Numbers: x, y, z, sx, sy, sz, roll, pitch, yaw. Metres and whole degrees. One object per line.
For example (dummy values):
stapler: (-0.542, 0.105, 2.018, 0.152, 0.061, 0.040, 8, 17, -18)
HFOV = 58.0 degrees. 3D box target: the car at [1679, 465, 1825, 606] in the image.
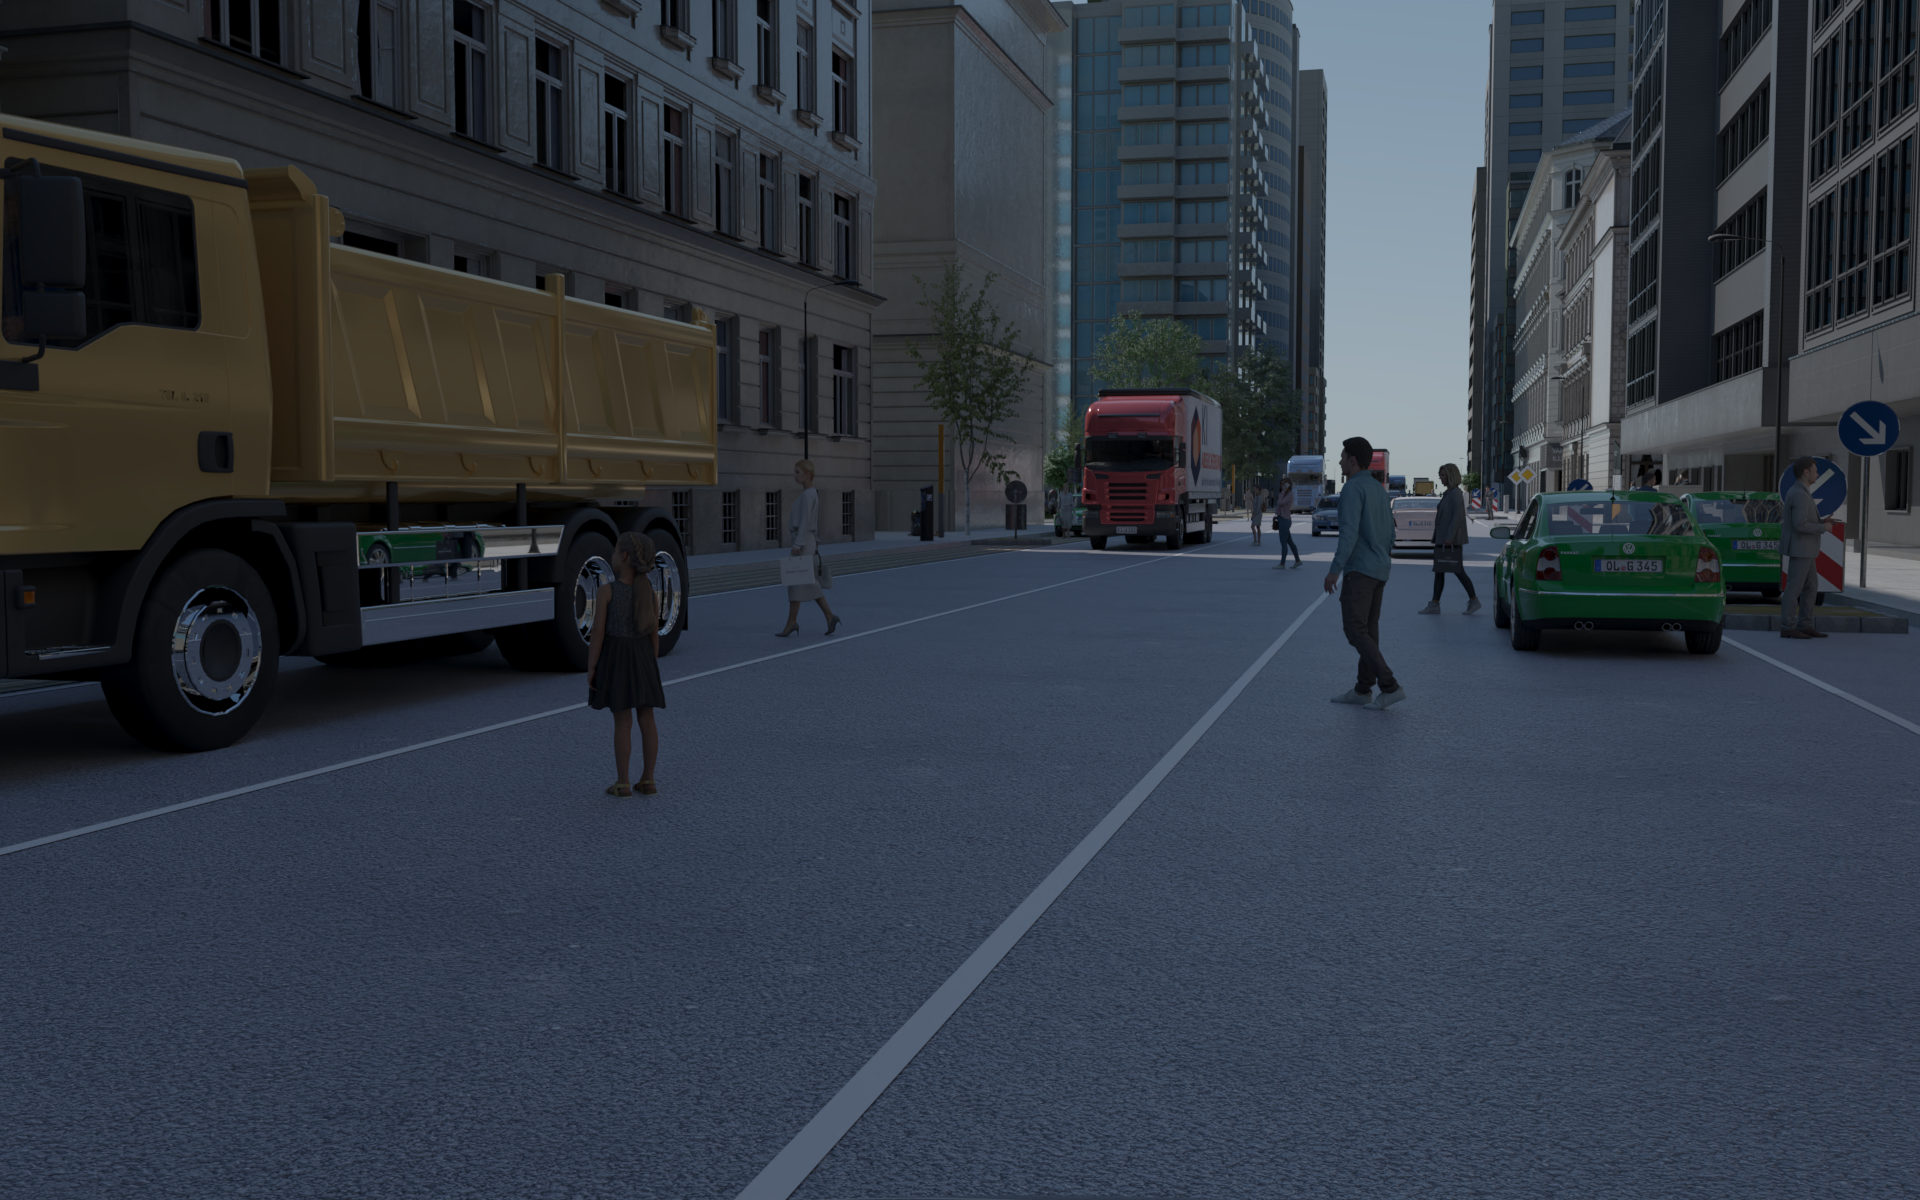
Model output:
car: (10.250, -0.872, 23.058, 1.959, 1.807, 4.718, 1, 4, 16)

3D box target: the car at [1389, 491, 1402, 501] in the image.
car: (50.253, -11.777, 201.226, 2.281, 1.827, 5.304, 1, 4, 16)

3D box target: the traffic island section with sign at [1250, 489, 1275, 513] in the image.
traffic island section with sign: (22.631, -7.335, 128.548, 1.989, 1.847, 2.006, 1, 4, 15)

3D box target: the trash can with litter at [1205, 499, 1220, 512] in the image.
trash can with litter: (17.681, -7.007, 125.618, 1.678, 1.210, 2.233, -2, 4, -27)

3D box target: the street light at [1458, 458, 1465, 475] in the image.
street light: (64.716, -15.260, 222.043, 1.470, 5.913, 1.316, 1, 4, 15)

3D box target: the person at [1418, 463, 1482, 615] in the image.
person: (5.851, -0.726, 20.558, 0.728, 1.800, 0.709, 0, 4, 2)

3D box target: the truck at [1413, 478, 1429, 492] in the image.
truck: (79.649, -18.965, 298.991, 2.839, 4.237, 11.283, 1, 4, 16)

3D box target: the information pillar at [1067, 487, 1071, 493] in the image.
information pillar: (9.690, -9.208, 155.039, 0.304, 2.012, 0.304, -2, 4, -31)

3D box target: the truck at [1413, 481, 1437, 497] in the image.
truck: (66.827, -15.488, 249.149, 3.469, 3.379, 9.791, 1, 4, 16)

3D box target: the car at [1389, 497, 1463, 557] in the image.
car: (10.688, -1.704, 40.226, 2.083, 1.381, 4.827, 1, 4, 14)

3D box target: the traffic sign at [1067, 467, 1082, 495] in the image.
traffic sign: (4.381, -3.936, 66.487, 0.606, 2.300, 0.079, 1, 4, 20)

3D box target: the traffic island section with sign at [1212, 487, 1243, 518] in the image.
traffic island section with sign: (15.726, -5.741, 102.489, 1.989, 1.847, 2.006, 1, 4, 15)

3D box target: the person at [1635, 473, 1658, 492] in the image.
person: (12.583, -1.423, 31.785, 0.654, 1.822, 0.581, -2, 4, -26)

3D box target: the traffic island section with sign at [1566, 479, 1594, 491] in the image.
traffic island section with sign: (15.956, -2.231, 45.104, 1.989, 1.847, 2.006, 1, 4, 15)

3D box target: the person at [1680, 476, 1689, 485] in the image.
person: (18.975, -2.389, 45.443, 0.601, 1.785, 0.444, 3, 5, 41)

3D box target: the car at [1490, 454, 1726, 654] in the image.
car: (6.267, -0.504, 17.033, 1.959, 1.807, 4.718, 1, 4, 14)

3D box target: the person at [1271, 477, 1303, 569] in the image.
person: (6.281, -1.472, 33.151, 0.643, 1.750, 0.593, 0, 4, -1)

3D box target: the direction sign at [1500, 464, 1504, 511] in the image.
direction sign: (40.496, -8.398, 129.297, 0.379, 3.537, 0.876, 2, 4, 28)

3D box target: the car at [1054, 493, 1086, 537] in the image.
car: (4.442, -3.055, 58.737, 1.959, 1.807, 4.718, 1, 4, 17)

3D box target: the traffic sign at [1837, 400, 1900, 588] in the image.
traffic sign: (12.372, -1.440, 23.657, 0.768, 2.556, 0.104, 1, 4, 18)

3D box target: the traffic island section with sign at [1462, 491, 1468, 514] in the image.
traffic island section with sign: (37.070, -7.106, 124.813, 1.989, 1.847, 2.006, 1, 4, 15)

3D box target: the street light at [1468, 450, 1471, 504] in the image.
street light: (54.768, -12.956, 184.370, 1.470, 5.913, 1.316, 1, 4, 15)

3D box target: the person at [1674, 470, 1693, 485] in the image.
person: (18.378, -2.364, 44.062, 0.474, 1.900, 0.648, 2, 4, 29)

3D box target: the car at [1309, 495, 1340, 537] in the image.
car: (13.056, -2.916, 59.675, 2.014, 1.417, 4.499, 1, 4, 13)

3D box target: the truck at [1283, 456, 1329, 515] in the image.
truck: (25.886, -8.390, 126.935, 2.967, 4.110, 18.799, 1, 4, 15)

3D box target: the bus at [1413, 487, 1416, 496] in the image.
bus: (73.231, -17.089, 274.269, 2.948, 3.499, 13.247, 1, 4, 14)

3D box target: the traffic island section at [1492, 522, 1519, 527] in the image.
traffic island section: (24.634, -3.324, 76.626, 2.009, 0.180, 2.903, 1, 4, 15)

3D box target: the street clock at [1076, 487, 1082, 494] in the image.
street clock: (9.867, -8.534, 144.101, 0.471, 2.002, 0.358, 1, 4, 13)

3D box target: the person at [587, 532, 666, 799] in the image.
person: (-1.594, 0.303, 8.219, 0.362, 1.253, 0.373, -2, 4, -35)

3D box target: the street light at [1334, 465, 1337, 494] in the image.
street light: (59.493, -18.343, 272.443, 1.470, 5.913, 1.316, 1, 4, 15)

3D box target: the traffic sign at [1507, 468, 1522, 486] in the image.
traffic sign: (24.609, -4.548, 76.550, 0.795, 2.593, 0.064, 1, 4, 15)

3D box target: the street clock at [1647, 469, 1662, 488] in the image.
street clock: (19.707, -2.730, 49.203, 0.471, 2.002, 0.358, -3, 5, -42)

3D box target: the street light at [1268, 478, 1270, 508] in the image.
street light: (28.152, -11.156, 154.934, 1.470, 5.913, 1.316, 1, 4, 15)

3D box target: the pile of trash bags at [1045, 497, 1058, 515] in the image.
pile of trash bags: (4.933, -6.073, 109.053, 1.912, 1.369, 3.447, -2, 4, -27)

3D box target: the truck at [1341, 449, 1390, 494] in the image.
truck: (25.653, -7.348, 109.055, 2.839, 4.237, 11.283, 1, 4, 15)

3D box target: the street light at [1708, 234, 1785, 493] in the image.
street light: (14.076, -3.576, 31.009, 1.470, 5.913, 1.316, 1, 4, 15)

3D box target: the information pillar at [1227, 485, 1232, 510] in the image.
information pillar: (21.435, -8.135, 137.494, 0.304, 2.012, 0.304, -2, 4, -28)

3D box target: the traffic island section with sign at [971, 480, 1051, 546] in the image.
traffic island section with sign: (1.514, -2.459, 48.827, 1.989, 1.847, 2.006, 1, 4, 15)

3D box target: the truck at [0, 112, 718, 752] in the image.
truck: (-4.754, -0.981, 11.964, 3.469, 3.379, 9.791, 1, 4, 15)

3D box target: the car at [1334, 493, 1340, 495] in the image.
car: (37.051, -9.741, 168.862, 1.945, 1.707, 3.694, 1, 4, 15)

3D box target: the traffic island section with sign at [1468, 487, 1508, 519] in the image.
traffic island section with sign: (30.175, -5.512, 98.751, 1.989, 1.847, 2.006, 1, 4, 15)

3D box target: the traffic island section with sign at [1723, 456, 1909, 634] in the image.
traffic island section with sign: (9.026, -0.630, 18.930, 1.989, 1.847, 2.006, 1, 4, 15)

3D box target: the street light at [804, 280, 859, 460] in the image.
street light: (-2.858, -3.996, 37.870, 1.470, 5.913, 1.316, 1, 4, 15)

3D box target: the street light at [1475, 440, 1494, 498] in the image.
street light: (45.263, -10.780, 148.799, 1.470, 5.913, 1.316, 1, 4, 15)

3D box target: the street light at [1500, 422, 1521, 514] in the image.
street light: (35.337, -8.477, 111.135, 1.470, 5.913, 1.316, 1, 4, 15)

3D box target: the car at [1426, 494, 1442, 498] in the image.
car: (42.167, -8.703, 154.291, 2.014, 1.417, 4.499, 1, 4, 15)

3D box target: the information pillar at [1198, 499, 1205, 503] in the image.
information pillar: (14.568, -6.111, 104.409, 0.304, 2.012, 0.304, -1, 4, -13)

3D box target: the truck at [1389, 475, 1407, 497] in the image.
truck: (63.962, -16.079, 252.653, 2.967, 4.110, 18.799, 1, 4, 16)

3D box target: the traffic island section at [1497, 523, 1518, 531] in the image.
traffic island section: (22.589, -2.852, 68.906, 2.009, 0.180, 2.903, 1, 4, 15)

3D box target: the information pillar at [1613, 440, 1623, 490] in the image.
information pillar: (28.665, -5.149, 75.539, 0.183, 3.616, 0.504, -1, 4, -20)

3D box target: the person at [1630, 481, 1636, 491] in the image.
person: (26.282, -3.749, 67.607, 0.793, 1.790, 0.793, 0, 4, 3)

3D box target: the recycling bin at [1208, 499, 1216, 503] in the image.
recycling bin: (19.211, -7.366, 132.988, 0.722, 1.027, 0.722, 2, 4, 32)

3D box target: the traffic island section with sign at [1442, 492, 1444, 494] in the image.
traffic island section with sign: (56.775, -11.654, 199.167, 1.989, 1.847, 2.006, 1, 4, 15)

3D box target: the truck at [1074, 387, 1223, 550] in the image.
truck: (5.439, -3.618, 48.064, 2.839, 4.237, 11.283, 1, 4, 15)

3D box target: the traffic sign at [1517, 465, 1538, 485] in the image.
traffic sign: (22.564, -4.076, 68.830, 0.795, 2.593, 0.064, 1, 4, 15)

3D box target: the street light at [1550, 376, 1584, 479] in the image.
street light: (23.987, -5.864, 68.412, 1.470, 5.913, 1.316, 1, 4, 15)

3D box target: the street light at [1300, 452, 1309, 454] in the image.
street light: (38.041, -13.444, 192.344, 1.470, 5.913, 1.316, 1, 4, 15)
